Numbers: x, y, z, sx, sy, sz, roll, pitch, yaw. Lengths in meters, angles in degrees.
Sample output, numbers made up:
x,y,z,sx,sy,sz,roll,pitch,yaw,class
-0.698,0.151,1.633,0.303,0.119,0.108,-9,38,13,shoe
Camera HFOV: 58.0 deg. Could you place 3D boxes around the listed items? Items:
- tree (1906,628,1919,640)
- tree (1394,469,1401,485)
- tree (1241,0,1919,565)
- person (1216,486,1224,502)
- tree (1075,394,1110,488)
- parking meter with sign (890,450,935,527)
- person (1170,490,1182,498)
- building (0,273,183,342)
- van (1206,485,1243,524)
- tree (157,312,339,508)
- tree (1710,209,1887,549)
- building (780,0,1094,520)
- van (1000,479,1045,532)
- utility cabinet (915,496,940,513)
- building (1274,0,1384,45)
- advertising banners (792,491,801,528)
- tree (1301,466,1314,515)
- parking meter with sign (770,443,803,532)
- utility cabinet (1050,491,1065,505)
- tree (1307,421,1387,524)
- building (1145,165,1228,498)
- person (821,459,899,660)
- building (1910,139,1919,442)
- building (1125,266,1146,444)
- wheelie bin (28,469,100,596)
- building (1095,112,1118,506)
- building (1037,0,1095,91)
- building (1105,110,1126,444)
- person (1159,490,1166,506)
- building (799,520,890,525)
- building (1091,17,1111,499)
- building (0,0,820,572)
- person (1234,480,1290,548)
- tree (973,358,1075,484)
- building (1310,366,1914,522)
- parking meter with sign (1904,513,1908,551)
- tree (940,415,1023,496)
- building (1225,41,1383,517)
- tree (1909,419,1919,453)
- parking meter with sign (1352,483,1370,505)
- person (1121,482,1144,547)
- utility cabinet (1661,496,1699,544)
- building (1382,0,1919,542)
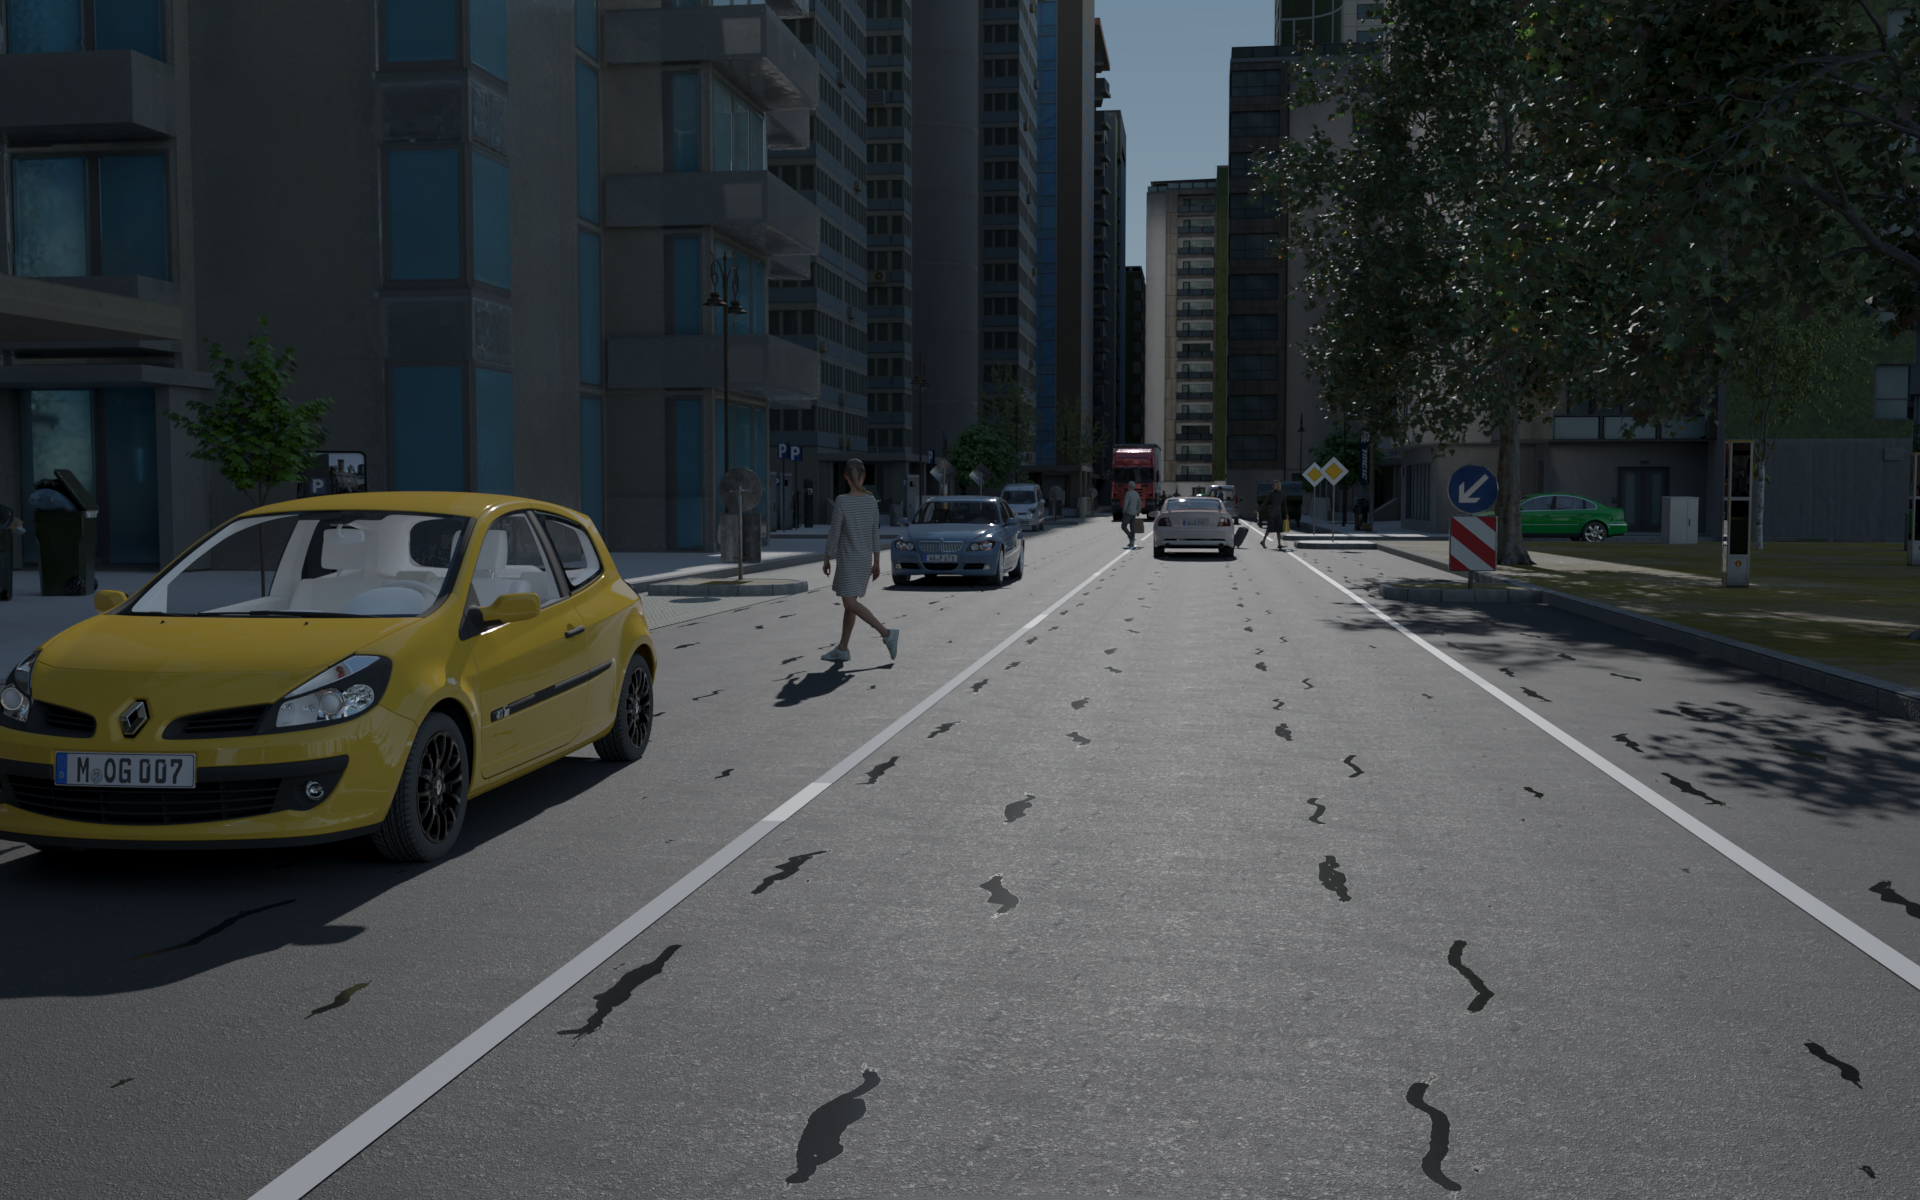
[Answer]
x,y,z,sx,sy,sz,roll,pitch,yaw,class
9.033,-5.983,14.825,9.611,12.733,9.660,0,3,0,tree
18.090,-4.494,68.083,1.663,3.219,1.824,0,3,0,tree
10.034,-7.005,31.542,9.611,12.733,9.660,0,3,0,tree
12.184,-4.422,80.830,0.654,1.822,0.581,1,4,9,person
8.481,-10.723,125.675,4.737,8.622,4.395,0,3,0,tree
-1.895,-4.414,68.430,1.738,3.016,0.543,-1,4,-23,parking meter with sign
19.356,-8.949,154.906,1.350,1.814,0.705,0,4,-1,person
-22.748,-25.361,3.884,28.713,52.752,27.495,0,4,8,building
12.815,-4.751,84.682,2.013,2.044,4.112,1,4,9,van
-7.404,-1.461,18.486,1.663,3.219,1.824,0,3,0,tree
18.833,-5.486,40.056,4.737,8.622,4.395,0,3,0,tree
-7.939,-25.567,109.896,32.217,40.220,23.993,0,4,8,building
2.315,-3.646,66.626,2.013,2.044,4.112,0,4,7,van
-1.199,-3.353,65.979,1.020,1.237,0.306,0,4,3,utility cabinet
42.913,-46.017,190.623,20.563,71.187,20.611,0,4,8,building
-6.912,-4.239,65.491,2.074,3.025,0.090,2,4,27,advertising banners
21.154,-6.705,104.221,1.663,3.219,1.824,0,3,0,tree
-6.358,-4.003,61.716,0.543,3.016,1.738,2,4,33,parking meter with sign
7.192,-7.259,127.356,1.173,1.500,0.318,2,4,28,utility cabinet
16.842,-5.602,75.311,4.285,4.588,4.351,0,3,0,tree
30.430,-32.703,218.290,14.086,41.232,14.154,0,4,8,building
-0.853,-0.342,14.835,0.760,1.731,0.466,1,4,18,person
51.477,-28.902,61.781,27.495,52.752,28.713,0,4,8,building
16.474,-27.455,220.596,14.107,30.474,14.160,0,4,8,building
-11.349,-0.858,21.939,0.693,1.594,0.980,-1,4,-13,wheelie bin
9.018,-30.436,181.225,14.154,41.232,14.086,0,4,8,building
3.267,-29.816,137.607,14.600,45.320,14.200,0,4,8,building
11.577,-33.579,199.124,14.200,45.320,14.600,0,4,8,building
17.265,-8.465,147.625,0.721,1.743,1.217,-1,4,-22,person
-17.444,-23.676,78.979,32.217,40.220,23.993,0,4,8,building
2.346,-30.877,159.455,22.147,44.769,28.867,0,4,8,building
-19.143,-25.610,38.333,30.456,49.044,23.786,0,4,8,building
7.996,-2.275,45.906,1.509,1.804,0.699,2,4,29,person
2.769,-8.696,92.549,4.737,8.622,4.395,0,3,0,tree
34.388,-24.092,85.788,32.217,40.220,23.993,0,4,8,building
22.020,-2.625,39.173,1.738,3.016,0.543,-3,4,-36,parking meter with sign
0.988,-5.718,77.207,4.285,4.588,4.351,0,3,0,tree
24.785,-20.987,114.833,14.160,30.474,14.107,0,4,8,building
34.961,-5.011,65.642,4.285,4.588,4.351,0,3,0,tree
24.028,-6.476,102.142,1.738,3.016,0.543,1,4,9,parking meter with sign
4.762,-2.350,47.401,0.515,1.767,0.782,3,5,44,person
18.654,-2.062,44.871,1.020,1.237,0.306,-2,4,-25,utility cabinet
21.646,-22.820,56.703,14.086,41.232,14.154,0,4,8,building
